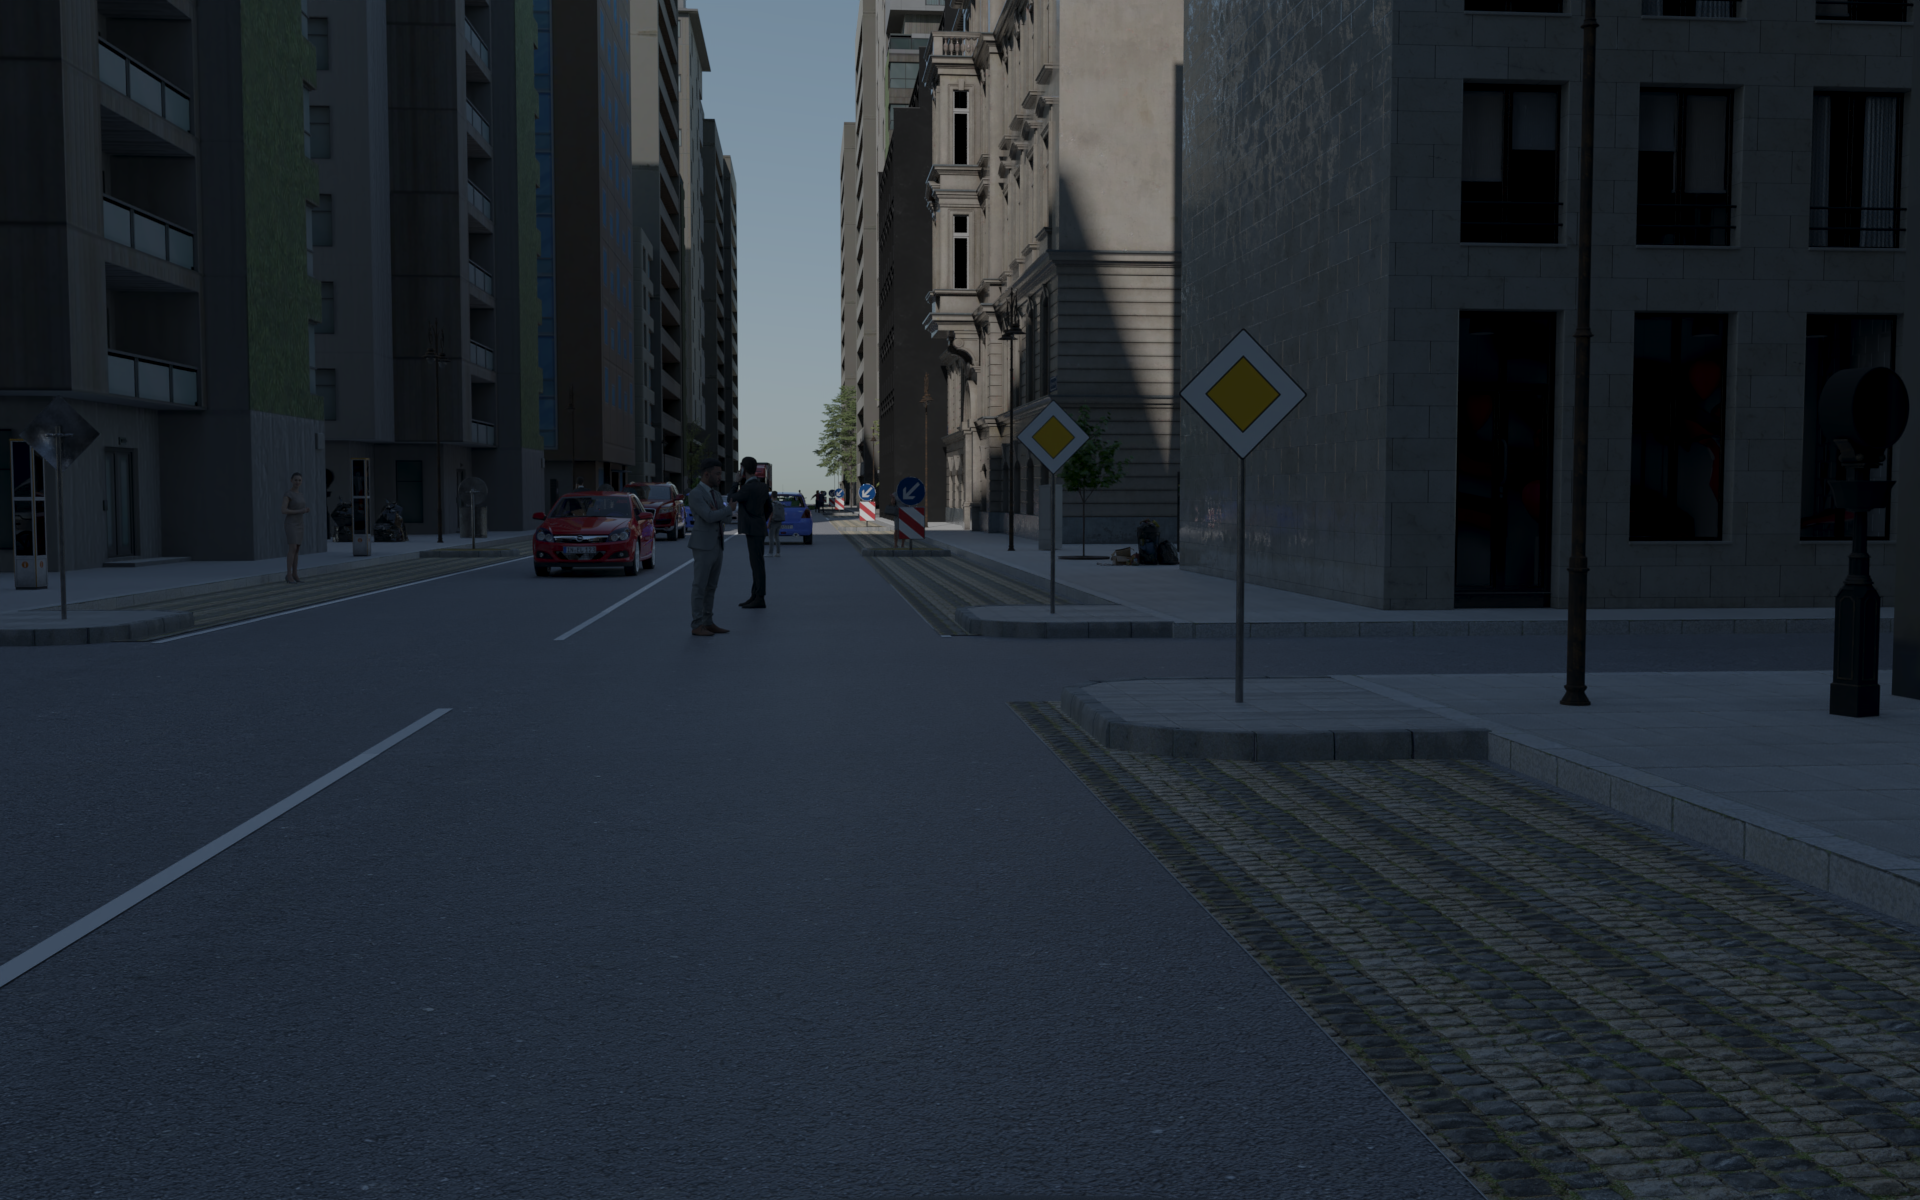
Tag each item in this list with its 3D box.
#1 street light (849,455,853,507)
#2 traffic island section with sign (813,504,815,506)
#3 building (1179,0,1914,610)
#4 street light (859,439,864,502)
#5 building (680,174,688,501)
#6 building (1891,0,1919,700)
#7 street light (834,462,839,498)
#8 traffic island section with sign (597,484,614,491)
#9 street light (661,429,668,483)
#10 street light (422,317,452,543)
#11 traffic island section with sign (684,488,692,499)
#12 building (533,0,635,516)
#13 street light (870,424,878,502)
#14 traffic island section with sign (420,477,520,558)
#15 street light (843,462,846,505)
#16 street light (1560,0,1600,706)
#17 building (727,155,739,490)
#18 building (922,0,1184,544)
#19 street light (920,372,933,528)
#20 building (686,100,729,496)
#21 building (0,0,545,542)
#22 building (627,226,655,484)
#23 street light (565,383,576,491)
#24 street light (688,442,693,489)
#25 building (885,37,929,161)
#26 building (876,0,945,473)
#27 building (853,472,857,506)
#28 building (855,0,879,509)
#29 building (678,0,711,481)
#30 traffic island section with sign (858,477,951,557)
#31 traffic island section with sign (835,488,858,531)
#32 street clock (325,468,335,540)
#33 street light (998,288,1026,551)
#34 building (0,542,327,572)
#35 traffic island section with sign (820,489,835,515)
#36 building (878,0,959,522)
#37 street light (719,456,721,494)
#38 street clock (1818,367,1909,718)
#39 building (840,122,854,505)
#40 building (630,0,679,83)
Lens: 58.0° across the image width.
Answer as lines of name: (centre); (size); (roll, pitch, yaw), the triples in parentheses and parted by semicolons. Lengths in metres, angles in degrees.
street light: (-10.638, -12.015, 169.238); (0.468, 5.910, 1.993); (0, 4, -5)
traffic island section with sign: (-15.813, -11.703, 199.978); (1.989, 1.847, 2.006); (0, 4, -5)
building: (12.574, -10.376, 24.398); (16.860, 20.320, 10.420); (0, 4, -5)
street light: (-8.129, -10.359, 142.151); (0.468, 5.910, 1.993); (0, 4, -5)
building: (-31.108, -23.080, 149.060); (14.160, 30.474, 14.107); (0, 4, -5)
building: (17.504, -23.021, 0.102); (21.300, 48.544, 21.600); (0, 4, -5)
street light: (-18.250, -17.092, 252.235); (0.468, 5.910, 1.993); (0, 4, -5)
traffic island section with sign: (-13.691, -3.572, 67.028); (1.989, 1.847, 2.006); (0, 4, -5)
street light: (-20.627, -9.058, 120.878); (0.468, 5.910, 1.993); (0, 4, -5)
street light: (-13.702, -4.446, 45.479); (0.468, 5.910, 1.993); (0, 4, -5)
traffic island section with sign: (-18.157, -6.581, 116.223); (1.989, 1.847, 2.006); (0, 4, -5)
building: (-22.554, -26.181, 78.169); (14.600, 45.320, 14.200); (0, 4, -5)
street light: (-5.732, -8.694, 114.927); (0.468, 5.910, 1.993); (0, 4, -5)
traffic island section with sign: (-11.198, -1.902, 39.728); (1.989, 1.847, 2.006); (0, 4, -5)
street light: (-13.206, -13.748, 197.569); (0.468, 5.910, 1.993); (0, 4, -5)
street light: (3.752, -2.299, 10.383); (0.468, 5.910, 1.993); (0, 4, -5)
building: (-41.223, -37.362, 234.572); (21.300, 48.544, 21.600); (0, 4, -5)
building: (6.019, -14.783, 60.786); (14.460, 24.649, 34.723); (0, 4, -5)
street light: (-1.281, -5.698, 65.949); (0.468, 5.910, 1.993); (0, 4, -5)
building: (-40.163, -36.032, 212.830); (21.300, 48.544, 21.600); (0, 4, -5)
building: (-21.909, -22.787, 56.159); (14.154, 41.232, 14.086); (0, 4, -5)
building: (-33.855, -15.928, 105.466); (27.650, 21.520, 28.899); (0, 4, -5)
street light: (-16.202, -6.103, 72.579); (0.468, 5.910, 1.993); (0, 4, -5)
street light: (-23.095, -10.766, 148.806); (0.468, 5.910, 1.993); (0, 4, -5)
building: (2.018, -20.945, 114.159); (14.160, 30.474, 14.107); (0, 4, -5)
building: (7.431, -33.369, 134.817); (28.713, 52.752, 27.495); (0, 4, -5)
building: (-1.819, -46.272, 194.795); (20.563, 71.187, 20.611); (0, 4, -5)
building: (1.430, -32.740, 159.004); (21.300, 48.544, 21.600); (0, 4, -5)
building: (-41.827, -36.587, 187.430); (28.713, 52.752, 27.495); (0, 4, -5)
traffic island section with sign: (-1.288, -1.932, 40.224); (1.989, 1.847, 2.006); (0, 4, -5)
traffic island section with sign: (-3.752, -3.599, 67.468); (1.989, 1.847, 2.006); (0, 4, -5)
street clock: (-17.875, -2.706, 48.806); (0.471, 2.002, 0.358); (0, 4, -7)
street light: (1.159, -4.047, 38.951); (0.468, 5.910, 1.993); (0, 4, -5)
building: (-20.383, -21.166, 29.661); (14.154, 41.232, 14.086); (0, 4, -5)
traffic island section with sign: (-8.308, -6.661, 117.538); (1.989, 1.847, 2.006); (0, 4, -5)
building: (2.444, -15.694, 86.282); (12.332, 23.373, 15.834); (0, 4, -5)
street light: (-28.274, -14.148, 204.105); (0.468, 5.910, 1.993); (0, 4, -5)
street clock: (5.186, -0.331, 9.983); (0.471, 2.002, 0.358); (-2, 4, -24)
building: (-3.999, -36.254, 216.455); (21.300, 48.544, 21.600); (0, 4, -5)
building: (-32.522, -30.970, 130.068); (21.300, 48.544, 21.600); (0, 4, -5)
